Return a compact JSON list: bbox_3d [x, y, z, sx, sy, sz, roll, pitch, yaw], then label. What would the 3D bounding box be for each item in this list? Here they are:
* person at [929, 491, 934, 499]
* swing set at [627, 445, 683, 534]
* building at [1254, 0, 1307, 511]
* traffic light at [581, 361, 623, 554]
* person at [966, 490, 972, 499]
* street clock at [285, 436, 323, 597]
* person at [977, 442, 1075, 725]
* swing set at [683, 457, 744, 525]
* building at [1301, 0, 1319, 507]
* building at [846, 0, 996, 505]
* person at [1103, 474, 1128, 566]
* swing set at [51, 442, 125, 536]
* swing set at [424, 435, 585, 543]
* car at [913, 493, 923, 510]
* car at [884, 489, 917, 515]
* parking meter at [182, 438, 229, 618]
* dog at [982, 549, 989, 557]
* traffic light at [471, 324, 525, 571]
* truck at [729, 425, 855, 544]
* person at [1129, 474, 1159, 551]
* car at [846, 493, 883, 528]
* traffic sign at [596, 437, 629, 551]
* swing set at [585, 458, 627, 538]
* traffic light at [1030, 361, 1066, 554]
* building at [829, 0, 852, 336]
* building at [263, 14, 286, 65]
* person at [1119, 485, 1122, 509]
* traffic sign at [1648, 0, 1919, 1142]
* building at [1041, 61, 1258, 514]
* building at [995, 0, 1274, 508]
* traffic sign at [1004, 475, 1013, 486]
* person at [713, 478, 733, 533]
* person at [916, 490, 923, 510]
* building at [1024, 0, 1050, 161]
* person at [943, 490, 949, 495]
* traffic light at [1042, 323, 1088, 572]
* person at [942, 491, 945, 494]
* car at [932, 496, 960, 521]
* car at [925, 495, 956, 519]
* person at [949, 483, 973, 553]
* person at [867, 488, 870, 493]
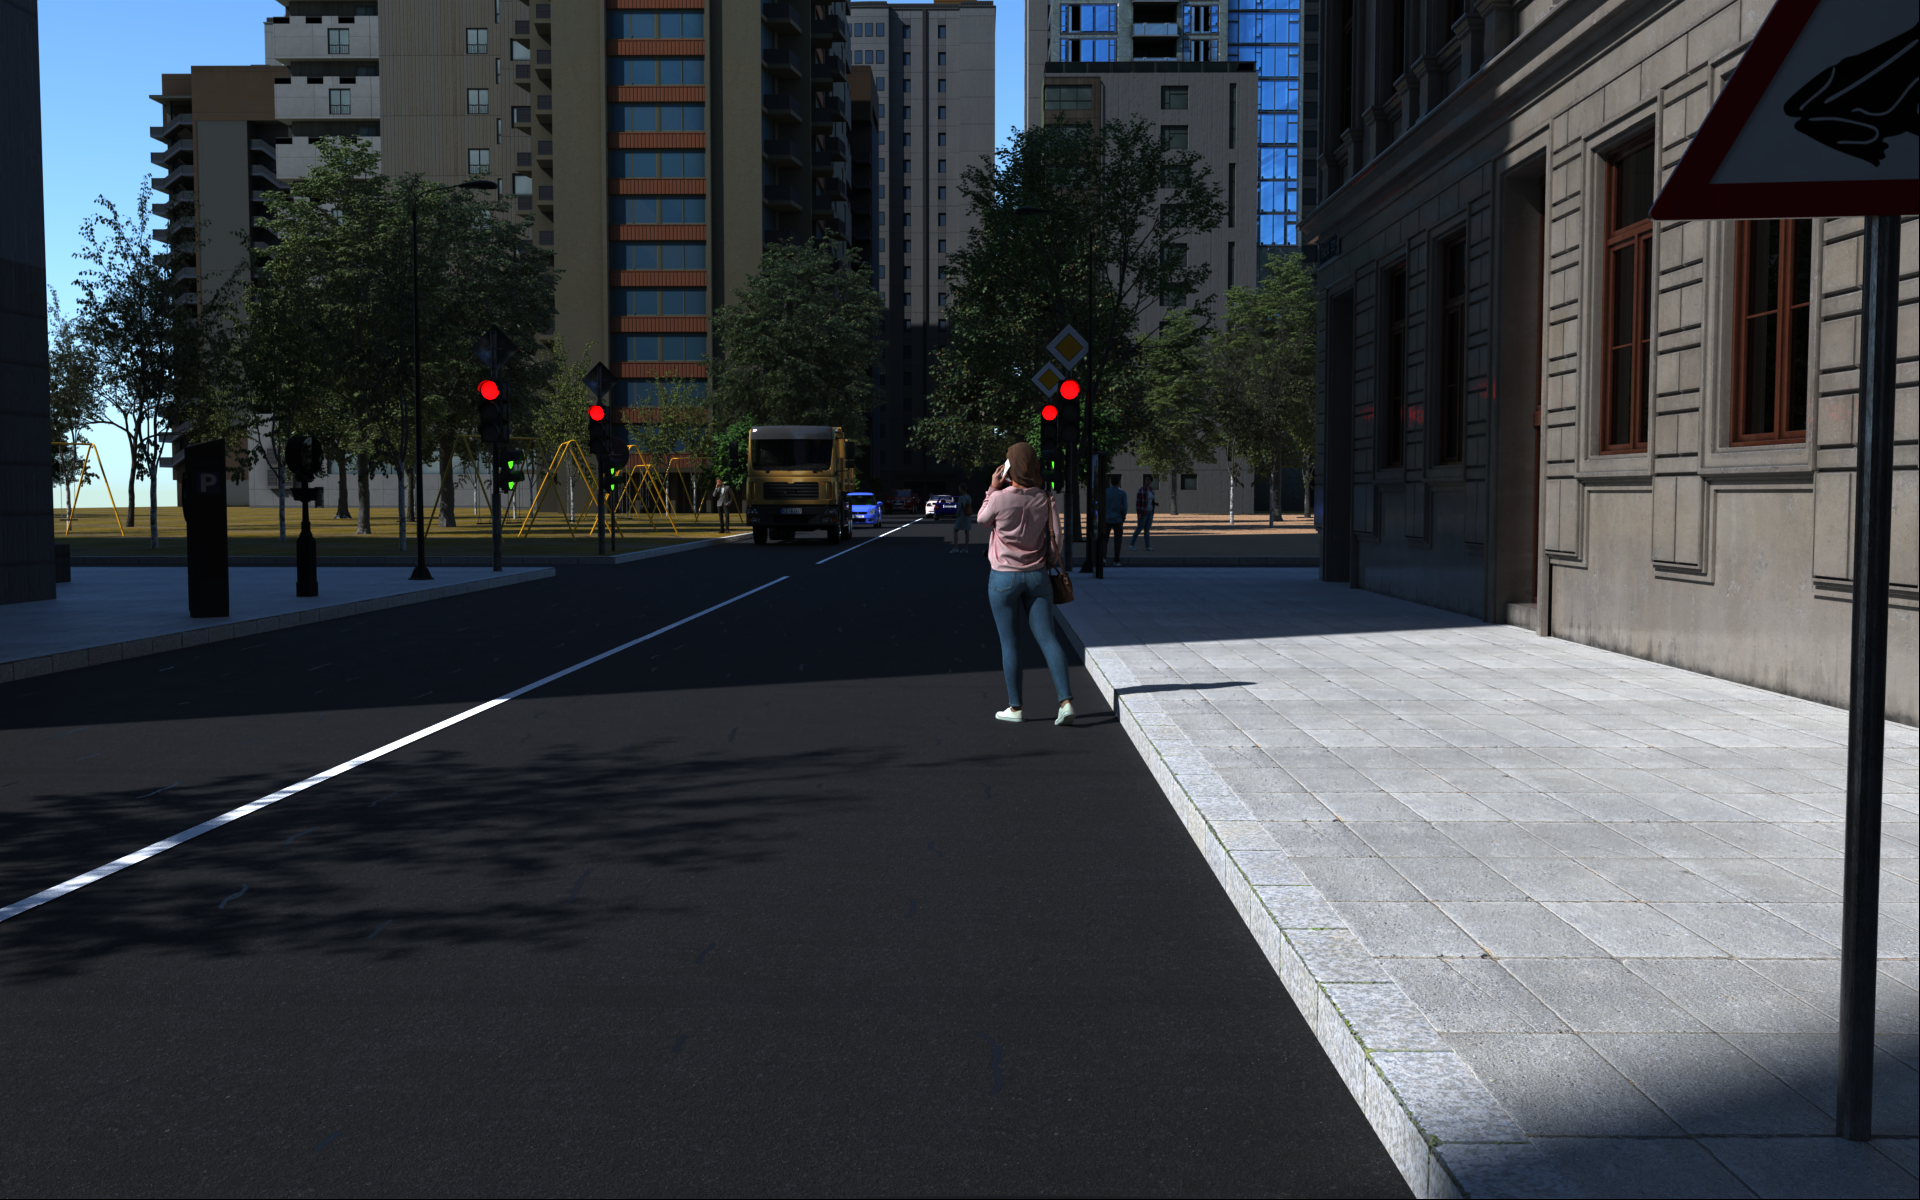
[{"bbox_3d":[-2.979,-10.367,178.940,0.756,1.711,0.436,-2,4,-31],"label":"person"},{"bbox_3d":[-10.879,-3.587,56.272,2.862,2.851,3.119,-2,4,-23],"label":"swing set"},{"bbox_3d":[16.126,-50.622,140.339,22.319,86.520,31.000,0,4,1],"label":"building"},{"bbox_3d":[-7.601,-2.923,36.706,0.839,4.253,0.868,0,4,1],"label":"traffic light"},{"bbox_3d":[0.713,-10.000,172.008,0.705,1.823,1.348,3,5,42],"label":"person"},{"bbox_3d":[-8.185,-1.045,21.662,0.358,2.002,0.471,1,4,13],"label":"street clock"},{"bbox_3d":[0.454,-0.103,10.780,0.593,1.750,0.643,-1,4,-19],"label":"person"},{"bbox_3d":[-11.406,-4.691,74.320,3.119,2.851,2.862,3,4,38],"label":"swing set"},{"bbox_3d":[39.309,-45.041,174.664,20.611,71.187,20.563,0,4,1],"label":"building"},{"bbox_3d":[-9.941,-40.674,207.016,28.212,58.520,21.231,0,4,1],"label":"building"},{"bbox_3d":[3.001,-1.583,34.400,0.660,1.820,0.620,1,4,13],"label":"person"},{"bbox_3d":[-27.420,-3.353,52.442,2.862,2.851,3.119,2,4,29],"label":"swing set"},{"bbox_3d":[-12.403,-3.018,46.961,2.862,2.851,3.119,2,4,28],"label":"swing set"},{"bbox_3d":[-4.391,-8.950,155.366,2.155,1.783,4.494,0,4,0],"label":"car"},{"bbox_3d":[-4.198,-6.997,123.072,2.281,1.827,5.304,0,4,2],"label":"car"},{"bbox_3d":[-7.863,-0.754,18.043,0.399,1.863,0.255,-2,4,-35],"label":"parking meter"},{"bbox_3d":[0.760,-1.178,39.453,0.550,0.427,0.748,1,4,13],"label":"dog"},{"bbox_3d":[-7.685,-2.434,28.721,0.839,4.253,0.868,0,4,1],"label":"traffic light"},{"bbox_3d":[-4.675,-3.405,51.592,3.469,3.379,9.791,0,4,0],"label":"truck"},{"bbox_3d":[4.158,-1.967,39.041,0.563,1.720,0.643,-3,5,-40],"label":"person"},{"bbox_3d":[-4.223,-3.907,73.465,1.945,1.707,3.694,0,4,0],"label":"car"},{"bbox_3d":[-7.767,-2.362,38.722,0.768,2.556,0.104,0,4,6],"label":"traffic sign"},{"bbox_3d":[-11.602,-3.291,51.422,2.862,2.851,3.119,-1,4,-17],"label":"swing set"},{"bbox_3d":[1.860,-2.918,36.622,0.839,4.253,0.868,0,4,1],"label":"traffic light"},{"bbox_3d":[-23.803,-34.529,153.794,28.713,52.752,27.495,0,4,1],"label":"building"},{"bbox_3d":[-66.946,-40.709,207.595,28.212,58.520,21.231,0,4,1],"label":"building"},{"bbox_3d":[9.131,-5.656,98.357,0.795,1.843,0.661,2,4,24],"label":"person"},{"bbox_3d":[1.784,-0.207,3.383,0.884,2.594,0.081,0,4,7],"label":"traffic sign"},{"bbox_3d":[12.523,-21.271,119.489,14.160,30.474,14.107,0,4,1],"label":"building"},{"bbox_3d":[19.674,-54.692,206.881,31.000,86.520,22.319,0,4,1],"label":"building"},{"bbox_3d":[2.499,-5.280,86.429,0.768,2.556,0.104,0,4,5],"label":"traffic sign"},{"bbox_3d":[-7.737,-3.080,56.584,0.592,1.802,0.473,1,4,19],"label":"person"},{"bbox_3d":[-3.859,-9.261,159.928,0.705,1.822,1.348,2,4,29],"label":"person"},{"bbox_3d":[16.806,-38.455,170.739,21.231,58.520,28.212,0,4,1],"label":"building"},{"bbox_3d":[-1.433,-10.492,180.051,1.348,1.824,0.705,0,4,-3],"label":"person"},{"bbox_3d":[1.776,-2.429,28.638,0.839,4.253,0.868,0,4,1],"label":"traffic light"},{"bbox_3d":[-1.628,-10.647,183.370,0.721,1.735,1.217,-1,4,-19],"label":"person"},{"bbox_3d":[-0.550,-5.035,94.902,1.945,1.354,3.894,0,3,0],"label":"car"},{"bbox_3d":[-1.038,-5.519,102.598,2.083,1.381,4.827,0,4,2],"label":"car"},{"bbox_3d":[0.081,-1.992,42.074,0.522,1.701,0.512,3,4,38],"label":"person"},{"bbox_3d":[-7.773,-8.614,147.021,0.705,1.807,1.348,0,4,-1],"label":"person"}]
